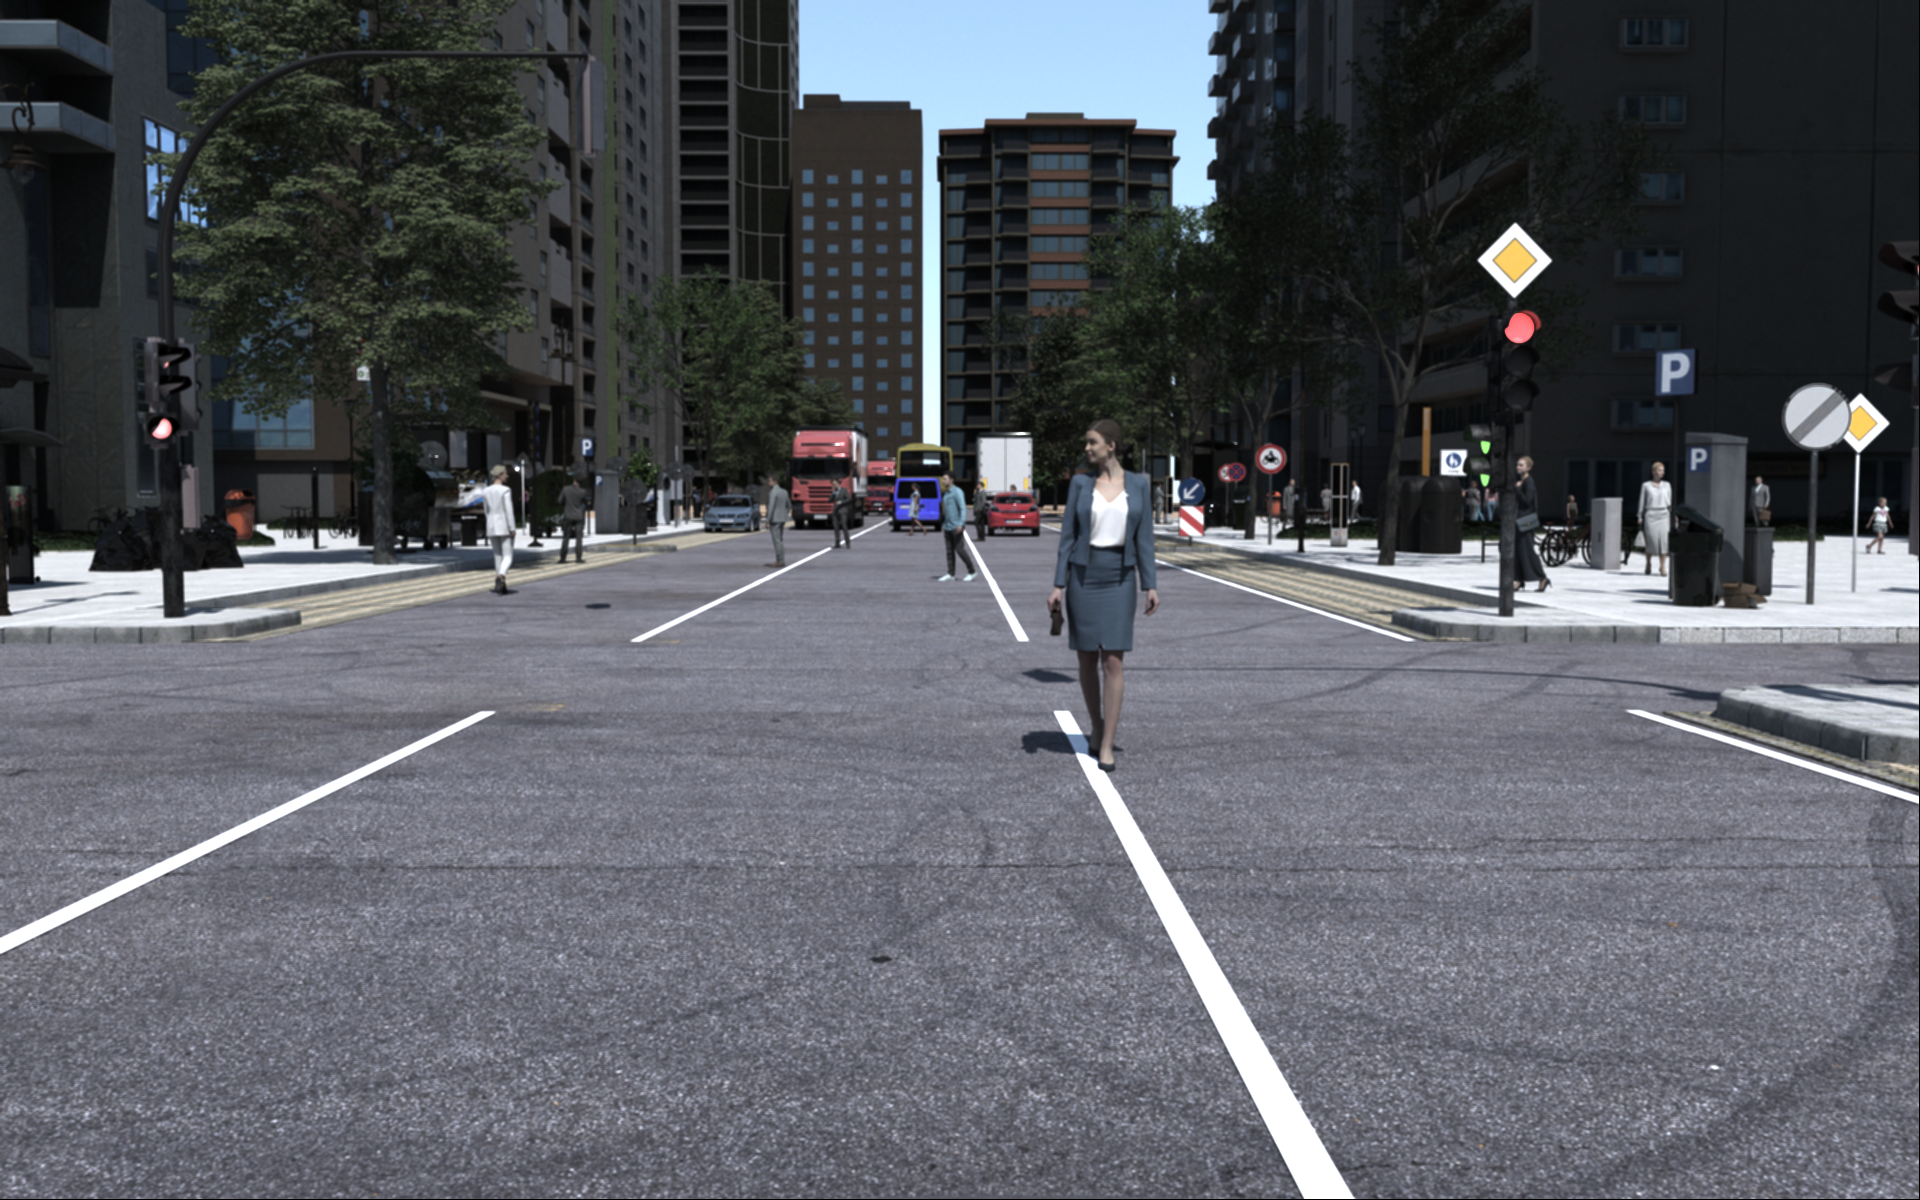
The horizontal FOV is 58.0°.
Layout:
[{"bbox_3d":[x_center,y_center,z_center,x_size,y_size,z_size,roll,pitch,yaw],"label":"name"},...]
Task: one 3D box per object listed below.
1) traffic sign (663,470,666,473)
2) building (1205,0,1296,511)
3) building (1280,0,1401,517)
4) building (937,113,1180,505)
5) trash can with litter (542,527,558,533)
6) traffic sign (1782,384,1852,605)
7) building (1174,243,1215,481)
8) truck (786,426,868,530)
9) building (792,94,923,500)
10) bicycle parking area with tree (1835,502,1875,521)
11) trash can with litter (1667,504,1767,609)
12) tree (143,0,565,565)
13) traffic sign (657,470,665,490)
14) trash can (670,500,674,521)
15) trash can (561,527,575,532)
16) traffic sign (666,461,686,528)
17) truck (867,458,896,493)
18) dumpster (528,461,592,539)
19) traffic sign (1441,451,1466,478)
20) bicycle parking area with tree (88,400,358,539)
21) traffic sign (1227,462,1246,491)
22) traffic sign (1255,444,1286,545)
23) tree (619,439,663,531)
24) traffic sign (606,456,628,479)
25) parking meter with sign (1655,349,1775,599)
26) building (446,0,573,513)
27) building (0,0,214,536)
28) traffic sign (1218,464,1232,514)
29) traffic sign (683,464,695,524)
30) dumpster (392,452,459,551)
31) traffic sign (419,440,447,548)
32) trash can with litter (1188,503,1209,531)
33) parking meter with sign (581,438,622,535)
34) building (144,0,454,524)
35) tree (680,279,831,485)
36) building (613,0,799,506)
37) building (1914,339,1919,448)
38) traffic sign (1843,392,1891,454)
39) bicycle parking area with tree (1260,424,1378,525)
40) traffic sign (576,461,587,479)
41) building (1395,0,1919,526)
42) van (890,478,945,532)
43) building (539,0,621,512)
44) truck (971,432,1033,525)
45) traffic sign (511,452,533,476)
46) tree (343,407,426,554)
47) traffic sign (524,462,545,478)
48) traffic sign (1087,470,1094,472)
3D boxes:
[{"bbox_3d":[-15.490,-5.555,90.928,0.768,2.556,0.104,1,4,8],"label":"traffic sign"},{"bbox_3d":[32.160,-31.800,139.544,23.786,49.044,30.456,0,4,-1],"label":"building"},{"bbox_3d":[31.931,-34.684,109.089,21.231,58.520,28.212,0,4,-1],"label":"building"},{"bbox_3d":[10.145,-33.468,201.821,28.867,44.769,22.147,0,4,-1],"label":"building"},{"bbox_3d":[-13.773,-2.817,57.449,0.624,1.170,1.055,0,4,8],"label":"trash can with litter"},{"bbox_3d":[9.888,-1.221,20.073,0.768,2.556,0.104,0,4,6],"label":"traffic sign"},{"bbox_3d":[32.289,-26.048,197.593,14.107,30.474,14.160,0,4,-1],"label":"building"},{"bbox_3d":[-5.458,-5.153,73.170,2.839,4.237,11.283,0,4,0],"label":"truck"},{"bbox_3d":[-11.349,-33.479,197.485,14.200,45.320,14.600,0,4,-1],"label":"building"},{"bbox_3d":[36.972,-4.688,63.652,9.016,4.147,8.231,2,4,32],"label":"bicycle parking area with tree"},{"bbox_3d":[8.637,-0.511,19.734,1.055,1.170,0.624,3,5,43],"label":"trash can with litter"},{"bbox_3d":[-10.662,-6.893,30.824,7.486,12.596,7.792,0,3,0],"label":"tree"},{"bbox_3d":[-15.660,-5.510,90.191,0.768,2.556,0.104,0,4,1],"label":"traffic sign"},{"bbox_3d":[-14.155,-4.423,83.973,0.748,1.137,0.748,0,3,0],"label":"trash can"},{"bbox_3d":[-12.852,-2.781,57.131,0.748,1.137,0.748,0,3,0],"label":"trash can"},{"bbox_3d":[-10.877,-4.048,66.292,0.768,2.556,0.104,0,4,2],"label":"traffic sign"},{"bbox_3d":[-6.231,-9.127,138.140,2.839,4.237,11.283,0,4,-2],"label":"truck"},{"bbox_3d":[-11.689,-2.943,50.607,1.502,2.255,1.985,0,4,-1],"label":"dumpster"},{"bbox_3d":[11.449,-2.331,40.249,0.606,2.300,0.079,0,4,3],"label":"traffic sign"},{"bbox_3d":[-21.214,-4.025,52.814,8.231,4.147,9.016,1,4,14],"label":"bicycle parking area with tree"},{"bbox_3d":[11.070,-4.241,69.451,0.768,2.556,0.104,0,4,3],"label":"traffic sign"},{"bbox_3d":[7.834,-2.667,43.714,0.768,2.556,0.104,1,4,9],"label":"traffic sign"},{"bbox_3d":[-11.260,-4.037,60.602,1.663,3.219,1.824,0,3,0],"label":"tree"},{"bbox_3d":[-11.495,-3.539,57.963,0.768,2.556,0.104,0,4,8],"label":"traffic sign"},{"bbox_3d":[9.390,-1.541,21.458,1.738,3.016,0.543,-2,4,-31],"label":"parking meter with sign"},{"bbox_3d":[-39.584,-31.587,105.692,28.713,52.752,27.495,0,4,-1],"label":"building"},{"bbox_3d":[-36.906,-44.891,46.635,22.319,86.520,31.000,0,4,-1],"label":"building"},{"bbox_3d":[11.412,-4.518,73.981,0.768,2.556,0.104,0,4,4],"label":"traffic sign"},{"bbox_3d":[-11.591,-4.482,73.378,0.768,2.556,0.104,0,4,8],"label":"traffic sign"},{"bbox_3d":[-12.529,-2.283,39.819,1.502,2.255,1.985,0,4,-1],"label":"dumpster"},{"bbox_3d":[-12.569,-2.512,41.172,0.768,2.556,0.104,0,3,0],"label":"traffic sign"},{"bbox_3d":[8.328,-3.033,60.985,0.624,1.170,1.055,-3,4,-37],"label":"trash can with litter"},{"bbox_3d":[-11.212,-3.596,55.051,0.543,3.016,1.738,2,4,33],"label":"parking meter with sign"},{"bbox_3d":[-32.171,-26.200,78.482,14.600,45.320,14.200,0,4,-1],"label":"building"},{"bbox_3d":[-10.975,-10.589,91.251,7.486,12.596,7.792,0,3,0],"label":"tree"},{"bbox_3d":[-29.503,-46.543,199.233,20.611,71.187,20.563,0,4,-1],"label":"building"},{"bbox_3d":[41.756,-44.339,37.612,31.000,86.520,22.319,0,4,-1],"label":"building"},{"bbox_3d":[11.674,-1.392,22.491,0.795,2.593,0.064,0,4,1],"label":"traffic sign"},{"bbox_3d":[16.733,-5.309,73.800,9.016,4.147,8.231,1,4,22],"label":"bicycle parking area with tree"},{"bbox_3d":[-14.868,-4.127,67.576,0.768,2.556,0.104,0,4,7],"label":"traffic sign"},{"bbox_3d":[33.506,-27.851,79.069,21.300,48.544,21.600,0,4,-1],"label":"building"},{"bbox_3d":[-1.653,-3.862,67.526,2.240,2.365,5.245,0,4,-1],"label":"van"},{"bbox_3d":[-33.346,-27.111,126.855,14.154,41.232,14.086,0,4,-1],"label":"building"},{"bbox_3d":[2.013,-5.837,84.350,2.839,4.237,11.283,0,4,-1],"label":"truck"},{"bbox_3d":[-13.584,-3.309,53.832,0.795,2.593,0.064,1,4,8],"label":"traffic sign"},{"bbox_3d":[-12.498,-2.628,37.571,1.663,3.219,1.824,0,3,0],"label":"tree"},{"bbox_3d":[-14.497,-3.628,59.326,0.884,2.594,0.081,0,4,3],"label":"traffic sign"},{"bbox_3d":[6.980,-5.610,91.824,0.768,2.556,0.104,0,4,1],"label":"traffic sign"}]
